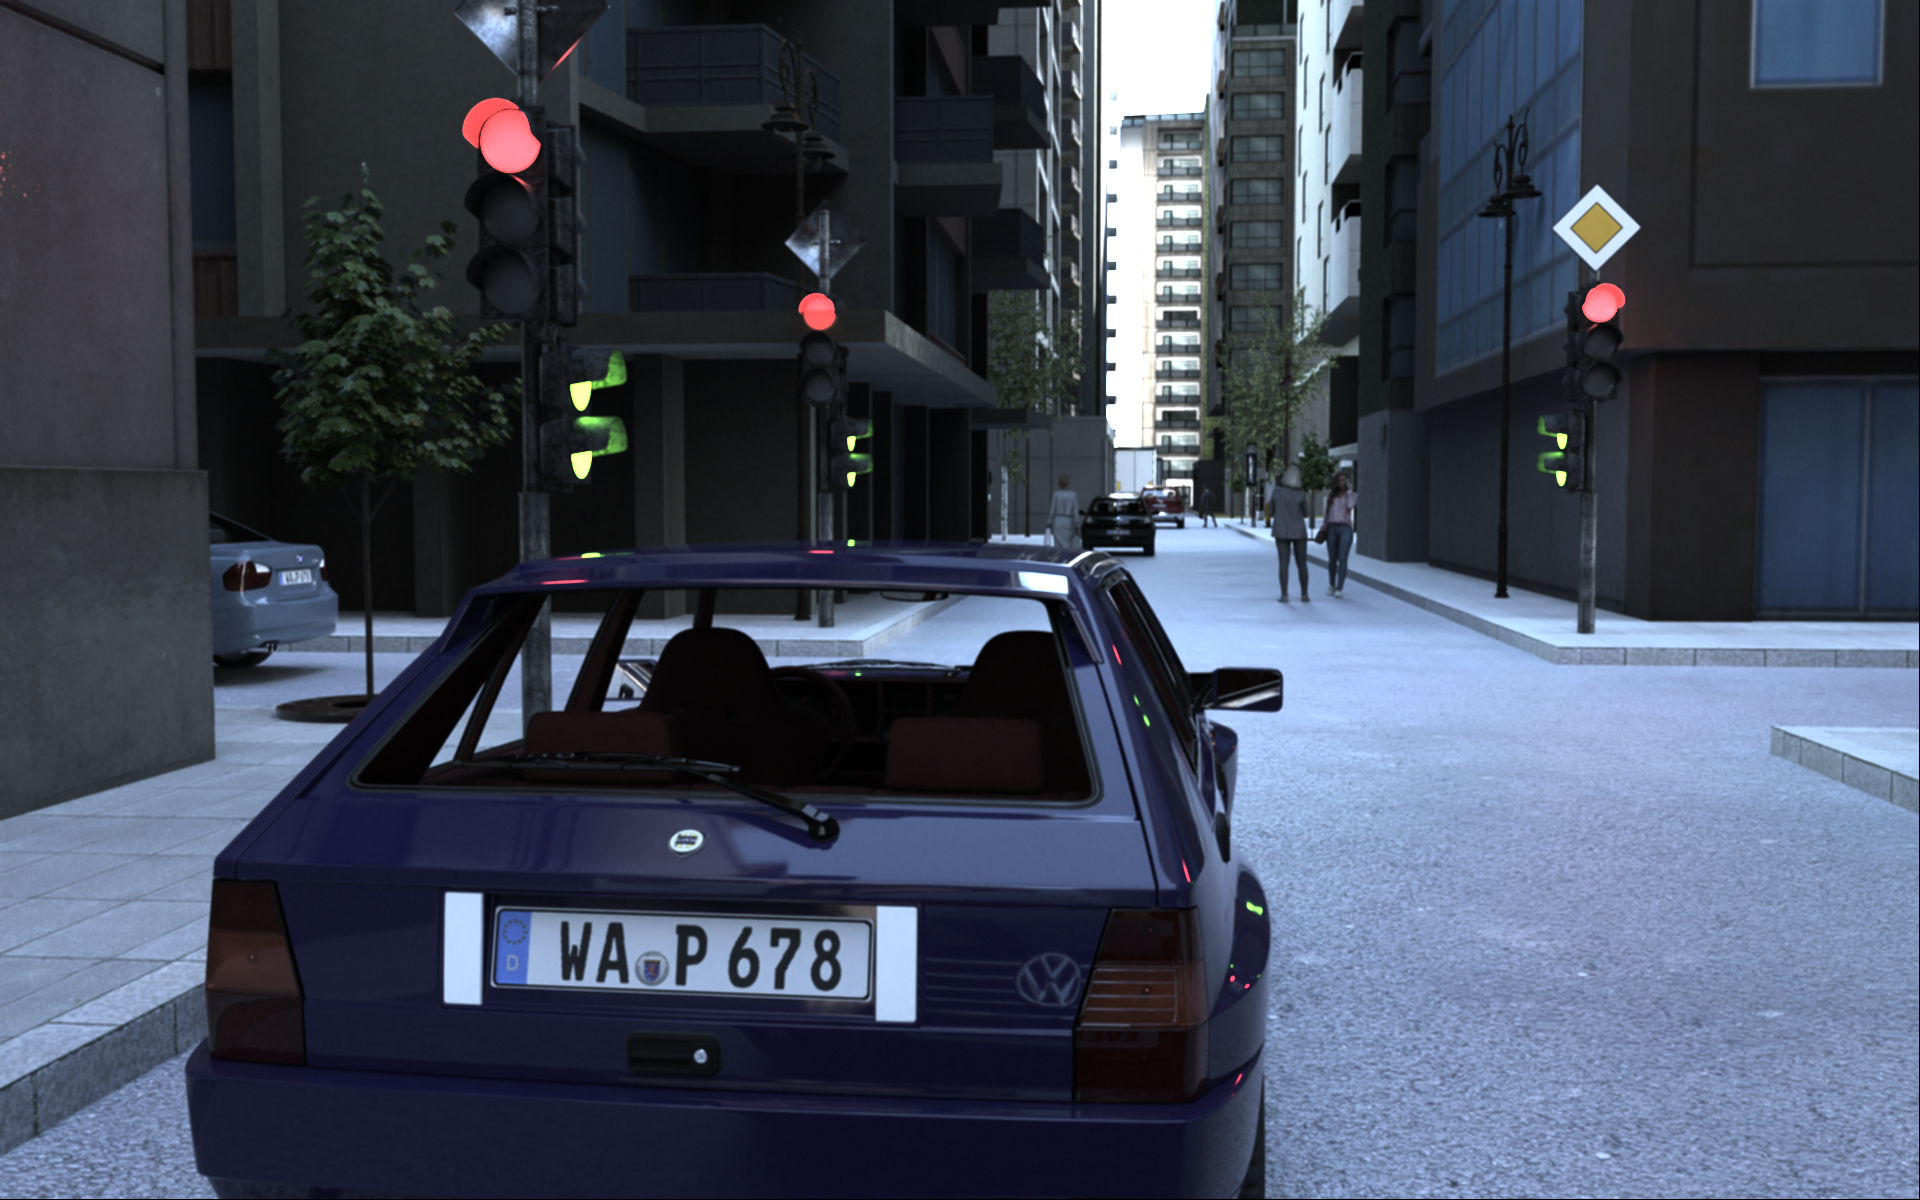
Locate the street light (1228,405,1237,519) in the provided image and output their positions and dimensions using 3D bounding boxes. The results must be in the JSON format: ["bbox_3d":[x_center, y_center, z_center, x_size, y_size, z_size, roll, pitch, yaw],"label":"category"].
[{"bbox_3d":[14.142,-7.159,89.841,0.468,5.910,1.993,0,4,6],"label":"street light"}]

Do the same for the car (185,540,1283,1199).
[{"bbox_3d":[-0.157,0.504,4.333,1.945,1.354,3.894,0,4,8],"label":"car"}]

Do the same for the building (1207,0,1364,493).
[{"bbox_3d":[35.445,-34.277,149.675,28.713,52.752,27.495,0,4,6],"label":"building"}]

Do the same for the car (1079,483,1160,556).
[{"bbox_3d":[3.800,-1.943,41.556,2.009,1.686,4.222,0,4,5],"label":"car"}]

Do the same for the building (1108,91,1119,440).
[{"bbox_3d":[1.733,-34.680,186.625,30.456,49.044,23.786,0,4,6],"label":"building"}]

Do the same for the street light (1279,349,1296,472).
[{"bbox_3d":[10.476,-5.062,55.552,0.468,5.910,1.993,0,4,6],"label":"street light"}]

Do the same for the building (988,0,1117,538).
[{"bbox_3d":[-4.459,-38.240,63.484,20.563,71.187,20.611,0,4,6],"label":"building"}]

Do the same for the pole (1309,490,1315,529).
[{"bbox_3d":[13.061,-4.300,64.142,0.158,3.312,0.155,0,3,0],"label":"pole"}]

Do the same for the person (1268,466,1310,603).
[{"bbox_3d":[4.371,-0.876,23.013,0.537,1.800,0.526,2,4,24],"label":"person"}]

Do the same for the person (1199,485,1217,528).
[{"bbox_3d":[10.654,-4.029,74.334,0.622,1.834,0.822,-1,4,-23],"label":"person"}]

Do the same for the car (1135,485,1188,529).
[{"bbox_3d":[8.543,-3.978,73.712,2.281,1.827,5.304,0,4,8],"label":"car"}]

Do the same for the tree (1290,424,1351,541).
[{"bbox_3d":[9.664,-3.241,47.586,1.663,3.219,1.824,0,3,0],"label":"tree"}]

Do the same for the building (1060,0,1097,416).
[{"bbox_3d":[2.831,-27.174,127.895,14.154,41.232,14.086,0,4,6],"label":"building"}]

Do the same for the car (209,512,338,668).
[{"bbox_3d":[-7.283,-0.102,13.669,4.499,1.417,2.014,0,4,5],"label":"car"}]

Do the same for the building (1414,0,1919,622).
[{"bbox_3d":[14.290,-22.736,21.844,14.200,45.320,14.600,0,4,6],"label":"building"}]

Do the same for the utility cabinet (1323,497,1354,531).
[{"bbox_3d":[11.589,-2.561,53.038,1.020,1.237,0.306,-2,4,-33],"label":"utility cabinet"}]

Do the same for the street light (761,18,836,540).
[{"bbox_3d":[-1.606,-2.733,17.480,0.468,5.910,1.993,0,4,6],"label":"street light"}]

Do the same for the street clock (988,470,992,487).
[{"bbox_3d":[0.775,-2.941,52.657,0.358,2.002,0.471,2,4,25],"label":"street clock"}]

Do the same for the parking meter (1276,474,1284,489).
[{"bbox_3d":[9.307,-2.713,50.061,0.255,1.863,0.399,-1,4,-14],"label":"parking meter"}]

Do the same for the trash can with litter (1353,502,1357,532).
[{"bbox_3d":[13.072,-2.820,57.495,1.055,1.170,0.624,-1,4,-9],"label":"trash can with litter"}]

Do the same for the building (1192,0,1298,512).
[{"bbox_3d":[27.745,-42.051,125.788,20.563,71.187,20.611,0,4,6],"label":"building"}]

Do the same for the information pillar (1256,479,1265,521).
[{"bbox_3d":[14.558,-4.862,83.982,0.304,2.012,0.304,-1,4,-16],"label":"information pillar"}]

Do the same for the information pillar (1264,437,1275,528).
[{"bbox_3d":[11.831,-4.570,66.067,0.183,3.616,0.504,3,5,44],"label":"information pillar"}]

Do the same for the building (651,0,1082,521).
[{"bbox_3d":[-3.929,-27.632,106.404,22.147,44.769,28.867,0,4,6],"label":"building"}]

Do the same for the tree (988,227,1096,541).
[{"bbox_3d":[1.460,-5.932,47.347,4.737,8.622,4.395,0,3,0],"label":"tree"}]

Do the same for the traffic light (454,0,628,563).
[{"bbox_3d":[-2.120,-1.206,8.642,0.839,4.253,0.868,0,4,6],"label":"traffic light"}]

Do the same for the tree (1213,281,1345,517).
[{"bbox_3d":[10.929,-6.670,59.419,4.737,8.622,4.395,0,3,0],"label":"tree"}]

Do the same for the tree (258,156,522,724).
[{"bbox_3d":[-3.451,-0.939,9.957,1.663,3.219,1.824,0,3,0],"label":"tree"}]

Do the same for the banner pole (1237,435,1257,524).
[{"bbox_3d":[12.221,-5.111,73.581,0.863,3.779,0.401,2,4,31],"label":"banner pole"}]

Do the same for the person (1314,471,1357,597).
[{"bbox_3d":[5.286,-0.926,24.235,0.593,1.750,0.643,2,4,30],"label":"person"}]

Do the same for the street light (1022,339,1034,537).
[{"bbox_3d":[2.022,-4.823,51.648,0.468,5.910,1.993,0,4,6],"label":"street light"}]

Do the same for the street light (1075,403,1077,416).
[{"bbox_3d":[5.755,-6.934,86.156,0.468,5.910,1.993,0,4,6],"label":"street light"}]

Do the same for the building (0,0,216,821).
[{"bbox_3d":[-18.523,-10.317,1.974,30.059,22.955,16.112,0,4,6],"label":"building"}]

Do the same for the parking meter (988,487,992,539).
[{"bbox_3d":[0.715,-2.514,49.510,0.372,1.533,0.369,0,3,0],"label":"parking meter"}]

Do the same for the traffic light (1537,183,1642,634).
[{"bbox_3d":[5.751,-1.647,15.851,0.839,4.253,0.868,0,4,6],"label":"traffic light"}]

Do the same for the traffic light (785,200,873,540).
[{"bbox_3d":[-1.272,-1.692,16.582,0.839,4.253,0.868,0,4,6],"label":"traffic light"}]

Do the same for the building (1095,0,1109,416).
[{"bbox_3d":[6.455,-31.207,160.341,14.200,45.320,14.600,0,4,6],"label":"building"}]

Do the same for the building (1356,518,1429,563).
[{"bbox_3d":[15.715,-16.265,37.642,14.160,30.474,14.107,0,4,6],"label":"building"}]

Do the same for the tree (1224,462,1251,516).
[{"bbox_3d":[16.746,-6.662,103.530,1.663,3.219,1.824,0,3,0],"label":"tree"}]

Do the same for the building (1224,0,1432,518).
[{"bbox_3d":[23.936,-20.692,110.011,14.160,30.474,14.107,0,4,6],"label":"building"}]

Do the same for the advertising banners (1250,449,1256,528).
[{"bbox_3d":[11.328,-4.331,66.992,0.090,3.025,2.074,0,4,4],"label":"advertising banners"}]

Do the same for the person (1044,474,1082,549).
[{"bbox_3d":[1.799,-1.327,30.551,0.694,1.780,0.624,1,4,10],"label":"person"}]

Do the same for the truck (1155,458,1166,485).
[{"bbox_3d":[14.984,-9.146,138.445,2.839,4.237,11.283,0,4,8],"label":"truck"}]

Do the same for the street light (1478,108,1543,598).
[{"bbox_3d":[6.715,-2.966,21.288,0.468,5.910,1.993,0,4,6],"label":"street light"}]

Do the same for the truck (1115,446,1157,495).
[{"bbox_3d":[10.857,-7.264,107.681,2.839,4.237,11.283,0,4,6],"label":"truck"}]

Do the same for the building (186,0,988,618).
[{"bbox_3d":[-9.809,-22.986,30.440,22.147,44.769,28.867,0,4,6],"label":"building"}]

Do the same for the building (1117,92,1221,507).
[{"bbox_3d":[23.398,-30.362,180.013,14.086,41.232,14.154,0,4,6],"label":"building"}]
